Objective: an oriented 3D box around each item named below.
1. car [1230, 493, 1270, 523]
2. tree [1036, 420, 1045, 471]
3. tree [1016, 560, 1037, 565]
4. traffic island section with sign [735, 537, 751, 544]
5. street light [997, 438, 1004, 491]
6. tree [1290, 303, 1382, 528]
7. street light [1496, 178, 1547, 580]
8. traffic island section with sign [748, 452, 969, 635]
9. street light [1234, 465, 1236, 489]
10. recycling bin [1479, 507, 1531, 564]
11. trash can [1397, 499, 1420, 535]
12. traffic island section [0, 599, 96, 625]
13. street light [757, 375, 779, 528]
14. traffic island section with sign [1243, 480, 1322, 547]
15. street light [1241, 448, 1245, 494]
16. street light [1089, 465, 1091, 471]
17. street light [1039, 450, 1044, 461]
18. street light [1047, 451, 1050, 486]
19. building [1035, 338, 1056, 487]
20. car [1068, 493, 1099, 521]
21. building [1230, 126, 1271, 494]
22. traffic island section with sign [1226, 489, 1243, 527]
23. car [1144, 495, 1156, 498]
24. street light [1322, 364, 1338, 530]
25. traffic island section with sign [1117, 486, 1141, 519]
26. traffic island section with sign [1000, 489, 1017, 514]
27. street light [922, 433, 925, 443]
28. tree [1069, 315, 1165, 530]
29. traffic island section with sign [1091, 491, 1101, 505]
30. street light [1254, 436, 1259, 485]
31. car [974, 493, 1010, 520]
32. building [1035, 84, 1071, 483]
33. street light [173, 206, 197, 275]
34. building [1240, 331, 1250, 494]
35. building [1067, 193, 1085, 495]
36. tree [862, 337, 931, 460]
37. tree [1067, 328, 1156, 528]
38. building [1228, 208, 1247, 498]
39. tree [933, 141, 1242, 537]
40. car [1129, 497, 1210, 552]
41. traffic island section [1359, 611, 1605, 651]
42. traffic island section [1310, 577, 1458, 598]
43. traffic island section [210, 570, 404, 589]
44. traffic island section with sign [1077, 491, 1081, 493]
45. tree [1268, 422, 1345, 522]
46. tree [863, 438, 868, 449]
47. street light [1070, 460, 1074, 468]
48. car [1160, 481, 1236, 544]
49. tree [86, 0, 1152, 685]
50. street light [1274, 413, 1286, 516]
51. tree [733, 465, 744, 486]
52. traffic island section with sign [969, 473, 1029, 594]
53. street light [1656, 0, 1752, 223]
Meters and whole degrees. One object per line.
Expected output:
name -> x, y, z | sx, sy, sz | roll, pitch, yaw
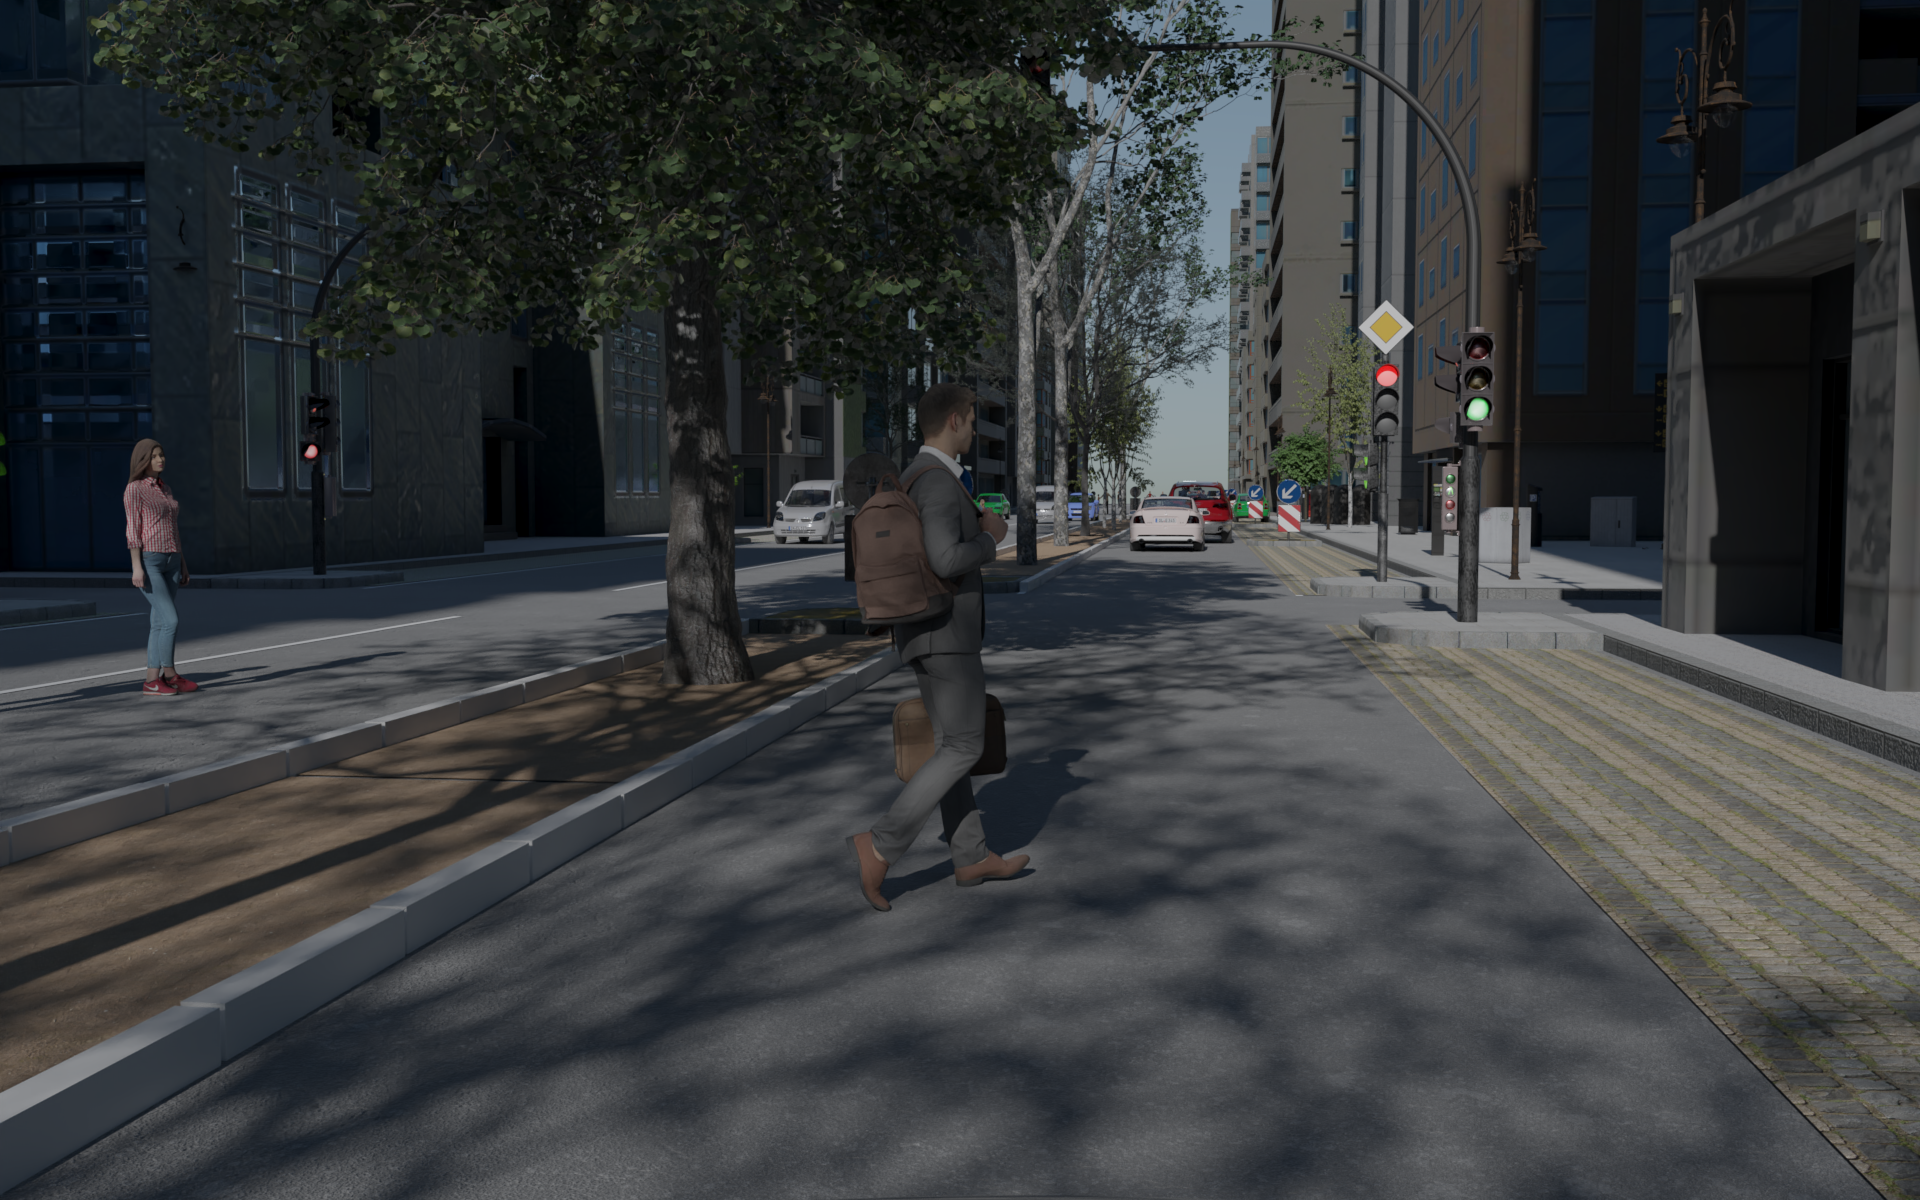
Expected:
car -> 14.687, -4.825, 87.678 | 1.959, 1.807, 4.718 | 0, 4, 6
tree -> 6.705, -13.600, 172.724 | 4.737, 8.622, 4.395 | 0, 3, 0
tree -> 2.427, -10.689, 33.109 | 12.611, 20.169, 13.585 | 0, 3, 0
traffic island section with sign -> -7.122, -2.534, 50.052 | 1.989, 1.847, 2.006 | 0, 4, 8
street light -> 3.259, -10.264, 140.609 | 0.468, 5.910, 1.993 | 0, 4, 8
tree -> 14.806, -7.066, 65.887 | 4.737, 8.622, 4.395 | 0, 3, 0
street light -> 8.316, -3.242, 25.792 | 0.468, 5.910, 1.993 | 0, 4, 8
traffic island section with sign -> -1.055, -0.633, 18.479 | 2.006, 1.907, 1.989 | 0, 4, 8
street light -> 34.995, -15.163, 220.696 | 0.468, 5.910, 1.993 | 0, 4, 8
recycling bin -> 10.150, -1.206, 32.273 | 0.722, 1.027, 0.722 | 3, 5, 43
trash can -> 14.137, -2.628, 54.614 | 0.748, 1.137, 0.748 | 0, 3, 0
traffic island section -> -11.282, 0.162, 19.635 | 2.009, 0.180, 2.903 | 0, 4, 8
street light -> -7.238, -5.666, 65.424 | 0.468, 5.910, 1.993 | 0, 4, 8
traffic island section with sign -> 8.965, -2.406, 47.971 | 1.989, 1.847, 2.006 | 0, 4, 8
street light -> 30.134, -12.950, 184.515 | 0.468, 5.910, 1.993 | 0, 4, 8
street light -> 19.396, -17.487, 258.695 | 0.468, 5.910, 1.993 | 0, 4, 8
street light -> 8.277, -12.478, 176.801 | 0.468, 5.910, 1.993 | 0, 4, 8
street light -> 9.517, -13.050, 186.155 | 0.468, 5.910, 1.993 | 0, 4, 8
building -> -2.729, -21.790, 201.302 | 27.650, 21.520, 28.899 | 0, 4, 8
car -> 6.460, -5.056, 92.256 | 1.945, 1.707, 3.694 | 1, 4, 10
building -> 47.598, -37.078, 225.832 | 23.786, 49.044, 30.456 | 0, 4, 8
traffic island section with sign -> 12.613, -4.040, 74.679 | 1.989, 1.847, 2.006 | 0, 4, 8
car -> 27.363, -14.408, 248.157 | 1.945, 1.354, 3.894 | 1, 4, 8
street light -> 13.213, -5.455, 61.969 | 0.468, 5.910, 1.993 | 0, 4, 8
traffic island section with sign -> 10.126, -5.635, 100.267 | 2.006, 1.907, 1.989 | 0, 4, 8
traffic island section with sign -> 3.267, -7.184, 126.087 | 1.989, 1.847, 2.006 | 0, 4, 8
street light -> -1.777, -8.012, 103.778 | 0.468, 5.910, 1.993 | 0, 4, 8
tree -> 6.145, -7.089, 68.727 | 4.360, 8.622, 3.978 | 0, 3, 0
traffic island section with sign -> 18.124, -13.826, 234.689 | 1.989, 1.847, 2.006 | 0, 4, 8
street light -> 23.717, -10.149, 138.721 | 0.468, 5.910, 1.993 | 0, 4, 8
car -> 1.719, -5.349, 96.256 | 1.959, 1.807, 4.718 | 1, 4, 9
building -> 0.449, -39.128, 228.985 | 28.713, 52.752, 27.495 | 0, 4, 8
street light -> -12.067, -3.385, 28.133 | 0.468, 5.910, 1.993 | 0, 4, 8
building -> 46.127, -21.465, 195.986 | 27.650, 21.520, 28.899 | 0, 4, 8
building -> 10.533, -36.620, 248.840 | 14.600, 45.320, 14.200 | 0, 4, 8
tree -> -3.917, -9.731, 93.522 | 7.601, 10.594, 8.767 | 0, 4, 1
tree -> 6.984, -7.727, 79.162 | 4.737, 8.622, 4.395 | 0, 3, 0
building -> 45.713, -34.567, 248.763 | 14.154, 41.232, 14.086 | 0, 4, 8
tree -> 4.229, -8.903, 58.393 | 12.009, 13.543, 11.850 | 0, 3, 0
car -> 5.373, -1.972, 44.612 | 2.083, 1.381, 4.827 | 1, 4, 9
traffic island section -> 5.107, 0.299, 17.398 | 2.009, 0.180, 2.903 | 0, 4, 8
traffic island section -> 6.189, -0.185, 25.310 | 2.009, 0.180, 2.903 | 0, 4, 8
traffic island section -> -10.200, -0.322, 27.547 | 2.009, 0.180, 2.903 | 0, 4, 8
traffic island section with sign -> 14.384, -12.155, 207.363 | 1.989, 1.847, 2.006 | 0, 4, 8
tree -> 15.746, -5.833, 79.076 | 4.285, 4.588, 4.351 | 0, 3, 0
tree -> -5.756, -6.122, 83.810 | 4.285, 4.588, 4.351 | 0, 3, 0
street light -> 14.393, -15.263, 222.335 | 0.468, 5.910, 1.993 | 0, 4, 8
car -> 7.097, -2.633, 51.718 | 2.281, 1.827, 5.304 | 1, 4, 8
tree -> -1.931, -6.335, 12.693 | 9.857, 13.997, 8.962 | 0, 3, 0
street light -> 18.841, -7.936, 102.541 | 0.468, 5.910, 1.993 | 0, 4, 8
tree -> -8.607, -4.027, 60.438 | 1.663, 3.219, 1.824 | 0, 3, 0
traffic island section with sign -> -0.042, -1.081, 25.817 | 2.006, 1.907, 1.989 | 0, 4, 8
street light -> 7.083, -2.683, 16.648 | 0.468, 5.910, 1.993 | 0, 4, 8
